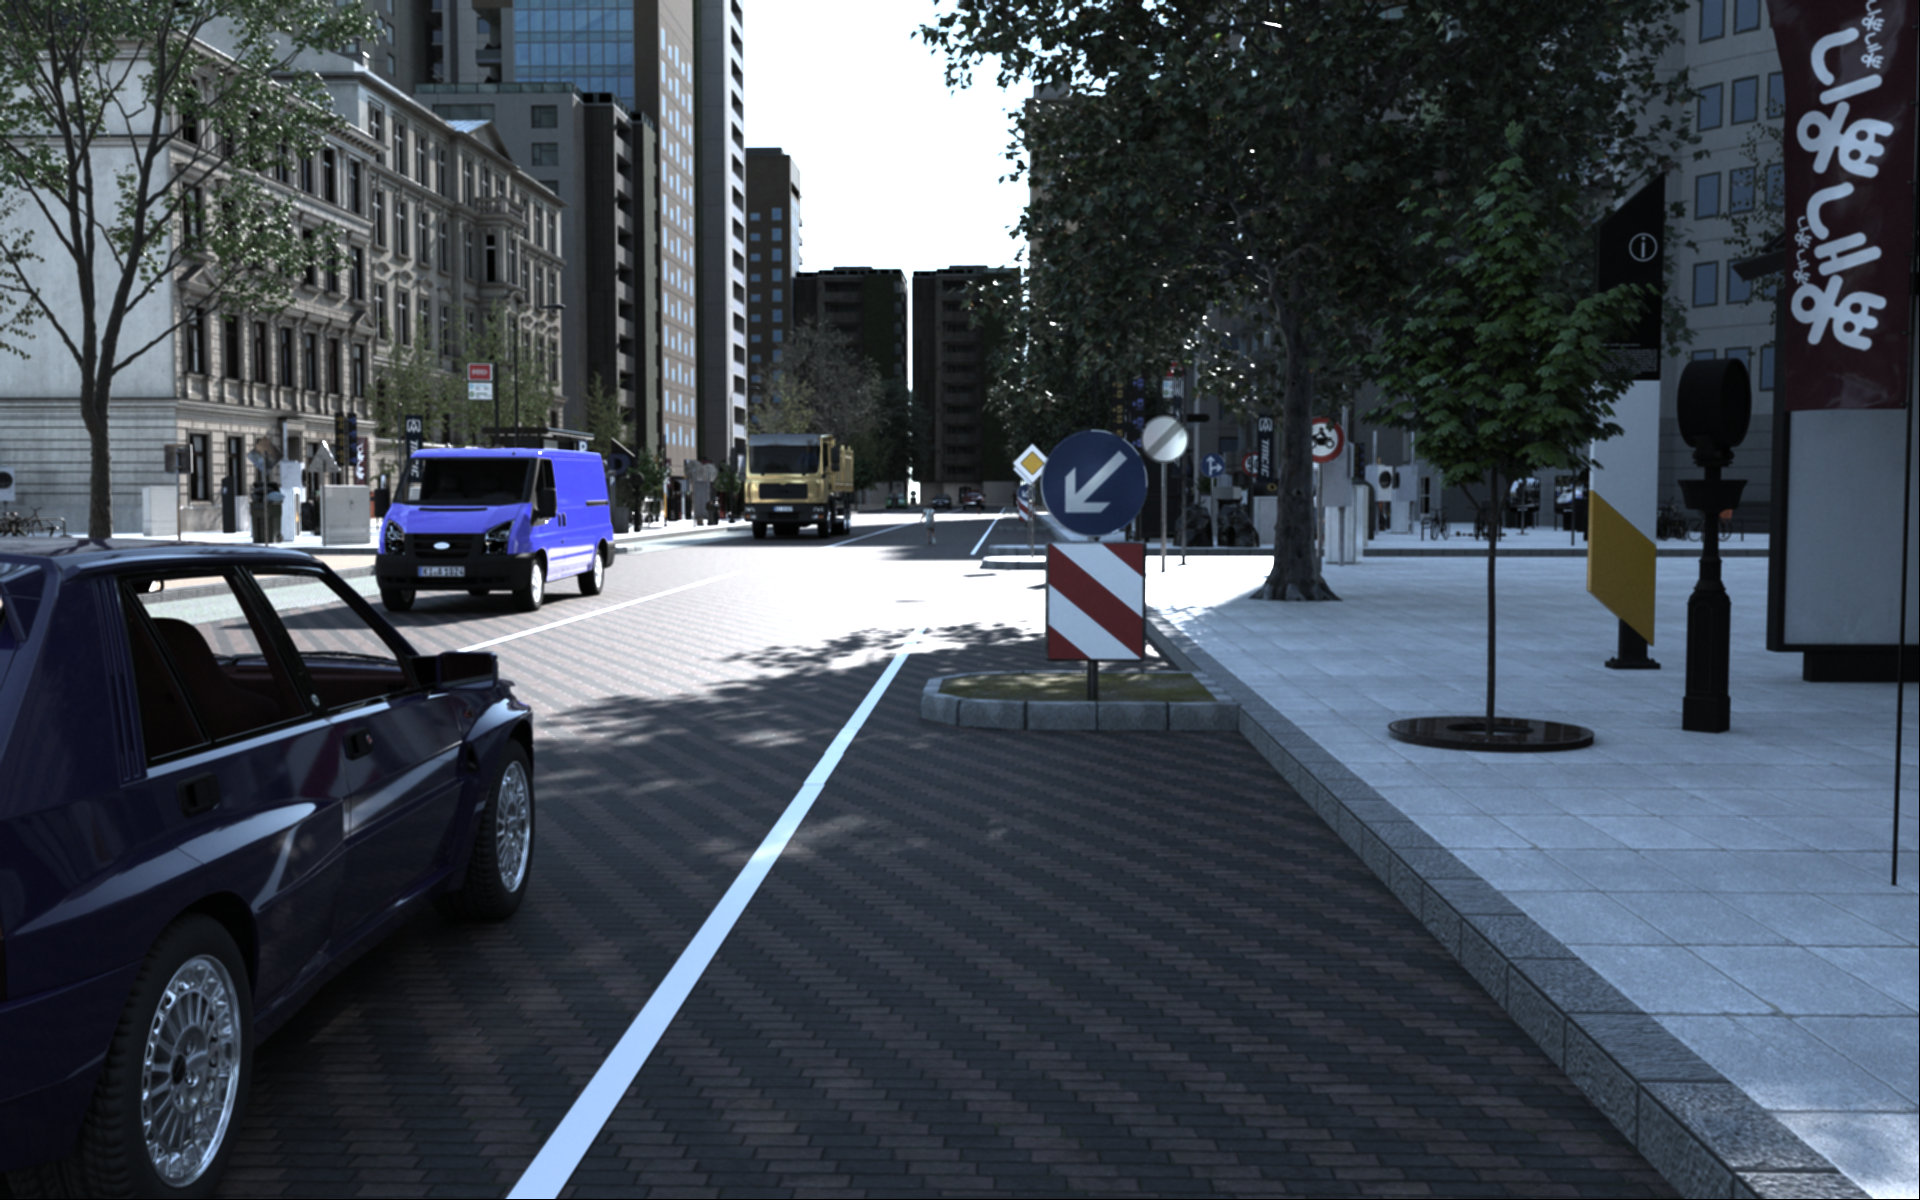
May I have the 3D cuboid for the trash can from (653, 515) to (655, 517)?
[{"bbox_3d":[-17.417,-5.229,97.143,0.748,1.137,0.748,0,3,0],"label":"trash can"}]

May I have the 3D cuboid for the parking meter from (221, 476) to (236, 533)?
[{"bbox_3d":[-23.876,-3.108,56.529,0.399,1.863,0.255,2,4,32],"label":"parking meter"}]

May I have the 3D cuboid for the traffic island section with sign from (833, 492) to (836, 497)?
[{"bbox_3d":[-7.047,-5.227,94.087,1.989,1.847,2.006,0,4,2],"label":"traffic island section with sign"}]

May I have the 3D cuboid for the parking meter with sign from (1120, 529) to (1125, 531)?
[{"bbox_3d":[5.060,-3.904,60.087,0.543,3.016,1.738,-3,4,-39],"label":"parking meter with sign"}]

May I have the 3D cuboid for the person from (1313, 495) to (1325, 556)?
[{"bbox_3d":[7.575,-1.683,36.044,0.654,1.822,0.581,0,4,0],"label":"person"}]

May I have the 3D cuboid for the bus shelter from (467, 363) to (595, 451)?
[{"bbox_3d":[-13.870,-4.771,55.643,2.179,5.291,8.768,0,4,2],"label":"bus shelter"}]

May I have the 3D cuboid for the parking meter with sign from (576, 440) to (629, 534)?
[{"bbox_3d":[-11.553,-3.664,56.165,1.738,3.016,0.543,1,4,23],"label":"parking meter with sign"}]

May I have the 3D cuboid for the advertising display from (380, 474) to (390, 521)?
[{"bbox_3d":[-18.347,-3.063,55.291,0.123,1.923,0.974,-2,4,-27],"label":"advertising display"}]

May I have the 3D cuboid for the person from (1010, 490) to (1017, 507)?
[{"bbox_3d":[6.099,-11.153,190.812,1.348,1.831,0.705,-2,4,-27],"label":"person"}]

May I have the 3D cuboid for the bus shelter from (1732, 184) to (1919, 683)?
[{"bbox_3d":[6.263,-0.938,9.252,2.014,3.302,5.546,0,4,2],"label":"bus shelter"}]

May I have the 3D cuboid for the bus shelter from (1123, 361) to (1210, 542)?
[{"bbox_3d":[5.623,-4.397,49.525,2.179,5.291,8.768,0,4,2],"label":"bus shelter"}]

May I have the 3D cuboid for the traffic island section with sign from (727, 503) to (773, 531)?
[{"bbox_3d":[-7.893,-3.579,67.145,1.989,1.847,2.006,0,4,2],"label":"traffic island section with sign"}]

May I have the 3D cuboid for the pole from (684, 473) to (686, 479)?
[{"bbox_3d":[-17.271,-7.058,109.244,0.158,3.312,0.155,0,3,0],"label":"pole"}]

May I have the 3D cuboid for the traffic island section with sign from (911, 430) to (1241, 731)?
[{"bbox_3d":[0.747,-0.174,11.465,1.989,1.847,2.006,0,4,2],"label":"traffic island section with sign"}]

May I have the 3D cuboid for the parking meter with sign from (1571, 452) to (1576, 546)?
[{"bbox_3d":[15.937,-2.832,42.563,1.738,3.016,0.543,2,4,34],"label":"parking meter with sign"}]

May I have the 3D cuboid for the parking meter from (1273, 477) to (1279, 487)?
[{"bbox_3d":[10.029,-3.051,55.603,0.255,1.863,0.399,-3,4,-36],"label":"parking meter"}]

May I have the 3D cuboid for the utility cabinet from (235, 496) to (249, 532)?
[{"bbox_3d":[-24.698,-2.948,59.355,0.306,1.237,1.020,0,4,-6],"label":"utility cabinet"}]

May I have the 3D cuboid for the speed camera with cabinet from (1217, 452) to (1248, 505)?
[{"bbox_3d":[13.164,-5.348,81.776,2.038,3.252,0.660,0,4,4],"label":"speed camera with cabinet"}]

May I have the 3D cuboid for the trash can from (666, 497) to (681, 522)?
[{"bbox_3d":[-13.452,-4.249,81.128,0.748,1.137,0.748,0,3,0],"label":"trash can"}]

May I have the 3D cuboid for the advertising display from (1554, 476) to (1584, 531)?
[{"bbox_3d":[21.252,-3.377,60.434,0.974,1.923,0.123,1,4,14],"label":"advertising display"}]

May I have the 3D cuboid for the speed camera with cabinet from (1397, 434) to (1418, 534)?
[{"bbox_3d":[14.215,-3.758,55.786,0.660,3.252,2.038,0,4,2],"label":"speed camera with cabinet"}]

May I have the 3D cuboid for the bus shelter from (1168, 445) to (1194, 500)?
[{"bbox_3d":[7.344,-4.290,64.066,2.014,3.302,5.546,0,4,2],"label":"bus shelter"}]

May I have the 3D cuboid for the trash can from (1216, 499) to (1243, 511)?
[{"bbox_3d":[7.530,-2.249,48.427,0.748,1.137,0.748,0,3,0],"label":"trash can"}]

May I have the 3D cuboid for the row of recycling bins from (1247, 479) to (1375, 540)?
[{"bbox_3d":[9.857,-2.547,48.748,3.534,1.692,1.069,0,4,0],"label":"row of recycling bins"}]

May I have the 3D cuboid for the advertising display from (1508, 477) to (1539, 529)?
[{"bbox_3d":[20.786,-3.599,64.062,0.974,1.923,0.123,0,4,5],"label":"advertising display"}]

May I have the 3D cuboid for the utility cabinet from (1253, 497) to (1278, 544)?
[{"bbox_3d":[8.027,-2.028,44.319,1.020,1.237,0.306,-1,4,-20],"label":"utility cabinet"}]

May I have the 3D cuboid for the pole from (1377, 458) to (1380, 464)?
[{"bbox_3d":[23.359,-6.296,96.775,0.158,3.312,0.155,0,3,0],"label":"pole"}]

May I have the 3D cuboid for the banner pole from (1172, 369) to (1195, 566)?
[{"bbox_3d":[3.920,-2.498,30.854,0.401,3.779,0.863,2,4,27],"label":"banner pole"}]

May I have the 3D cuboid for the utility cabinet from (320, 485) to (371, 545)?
[{"bbox_3d":[-15.361,-2.119,43.318,0.318,1.500,1.173,3,5,44],"label":"utility cabinet"}]

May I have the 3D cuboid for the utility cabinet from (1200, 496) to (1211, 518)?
[{"bbox_3d":[8.424,-2.878,58.210,0.306,1.237,1.020,-1,4,-16],"label":"utility cabinet"}]

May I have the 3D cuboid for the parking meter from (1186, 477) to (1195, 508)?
[{"bbox_3d":[7.639,-3.203,58.086,0.399,1.863,0.255,3,5,40],"label":"parking meter"}]

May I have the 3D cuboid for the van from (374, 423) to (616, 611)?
[{"bbox_3d":[-6.074,-1.136,22.966,2.240,2.365,5.245,0,4,1],"label":"van"}]

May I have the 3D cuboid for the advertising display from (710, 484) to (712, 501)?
[{"bbox_3d":[-15.552,-6.270,107.734,0.123,1.923,0.974,0,4,1],"label":"advertising display"}]

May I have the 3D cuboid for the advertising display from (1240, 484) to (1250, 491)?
[{"bbox_3d":[18.274,-6.436,110.443,0.974,1.923,0.123,3,5,44],"label":"advertising display"}]

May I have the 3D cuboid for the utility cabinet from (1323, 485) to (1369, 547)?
[{"bbox_3d":[9.285,-2.036,41.973,1.173,1.500,0.318,2,4,34],"label":"utility cabinet"}]

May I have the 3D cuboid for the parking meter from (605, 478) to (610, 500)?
[{"bbox_3d":[-11.350,-3.015,55.010,0.255,1.863,0.399,3,5,44],"label":"parking meter"}]

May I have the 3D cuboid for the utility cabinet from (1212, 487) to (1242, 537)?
[{"bbox_3d":[7.886,-2.596,51.130,0.318,1.500,1.173,-1,4,-21],"label":"utility cabinet"}]

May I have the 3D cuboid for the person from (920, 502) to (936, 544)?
[{"bbox_3d":[-0.914,-2.201,49.499,0.505,1.210,0.382,1,4,12],"label":"person"}]

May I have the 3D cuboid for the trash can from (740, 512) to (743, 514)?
[{"bbox_3d":[-13.134,-5.542,102.270,0.748,1.137,0.748,0,3,0],"label":"trash can"}]

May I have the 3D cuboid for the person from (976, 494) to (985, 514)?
[{"bbox_3d":[1.426,-6.732,121.751,0.628,1.438,0.799,0,4,1],"label":"person"}]

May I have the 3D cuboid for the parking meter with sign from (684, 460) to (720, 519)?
[{"bbox_3d":[-13.015,-5.585,87.571,1.738,3.016,0.543,1,4,17],"label":"parking meter with sign"}]

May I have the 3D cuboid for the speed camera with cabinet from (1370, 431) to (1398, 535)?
[{"bbox_3d":[12.521,-3.632,53.727,2.038,3.252,0.660,-2,4,-34],"label":"speed camera with cabinet"}]

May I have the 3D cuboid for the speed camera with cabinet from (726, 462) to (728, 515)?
[{"bbox_3d":[-13.775,-6.953,108.015,2.038,3.252,0.660,1,4,18],"label":"speed camera with cabinet"}]

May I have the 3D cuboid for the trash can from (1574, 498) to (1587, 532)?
[{"bbox_3d":[21.085,-2.867,58.528,0.748,1.137,0.748,0,3,0],"label":"trash can"}]

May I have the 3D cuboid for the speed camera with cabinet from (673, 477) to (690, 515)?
[{"bbox_3d":[-17.197,-6.888,106.953,0.660,3.252,2.038,-1,4,-23],"label":"speed camera with cabinet"}]

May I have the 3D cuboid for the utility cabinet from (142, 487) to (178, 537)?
[{"bbox_3d":[-23.996,-2.645,51.925,0.318,1.500,1.173,1,4,13],"label":"utility cabinet"}]

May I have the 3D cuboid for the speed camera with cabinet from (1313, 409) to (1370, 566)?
[{"bbox_3d":[6.925,-2.277,31.573,0.660,3.252,2.038,1,4,21],"label":"speed camera with cabinet"}]

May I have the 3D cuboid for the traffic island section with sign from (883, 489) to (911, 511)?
[{"bbox_3d":[-5.430,-8.398,145.927,1.989,1.847,2.006,0,4,2],"label":"traffic island section with sign"}]

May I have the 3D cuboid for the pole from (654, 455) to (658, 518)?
[{"bbox_3d":[-16.009,-5.965,91.364,0.158,3.312,0.155,0,3,0],"label":"pole"}]

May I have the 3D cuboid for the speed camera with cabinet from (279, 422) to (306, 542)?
[{"bbox_3d":[-18.276,-3.233,47.198,0.660,3.252,2.038,-1,4,-12],"label":"speed camera with cabinet"}]

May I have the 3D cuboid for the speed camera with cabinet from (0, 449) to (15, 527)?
[{"bbox_3d":[-31.700,-3.764,55.883,2.038,3.252,0.660,-3,5,-42],"label":"speed camera with cabinet"}]
